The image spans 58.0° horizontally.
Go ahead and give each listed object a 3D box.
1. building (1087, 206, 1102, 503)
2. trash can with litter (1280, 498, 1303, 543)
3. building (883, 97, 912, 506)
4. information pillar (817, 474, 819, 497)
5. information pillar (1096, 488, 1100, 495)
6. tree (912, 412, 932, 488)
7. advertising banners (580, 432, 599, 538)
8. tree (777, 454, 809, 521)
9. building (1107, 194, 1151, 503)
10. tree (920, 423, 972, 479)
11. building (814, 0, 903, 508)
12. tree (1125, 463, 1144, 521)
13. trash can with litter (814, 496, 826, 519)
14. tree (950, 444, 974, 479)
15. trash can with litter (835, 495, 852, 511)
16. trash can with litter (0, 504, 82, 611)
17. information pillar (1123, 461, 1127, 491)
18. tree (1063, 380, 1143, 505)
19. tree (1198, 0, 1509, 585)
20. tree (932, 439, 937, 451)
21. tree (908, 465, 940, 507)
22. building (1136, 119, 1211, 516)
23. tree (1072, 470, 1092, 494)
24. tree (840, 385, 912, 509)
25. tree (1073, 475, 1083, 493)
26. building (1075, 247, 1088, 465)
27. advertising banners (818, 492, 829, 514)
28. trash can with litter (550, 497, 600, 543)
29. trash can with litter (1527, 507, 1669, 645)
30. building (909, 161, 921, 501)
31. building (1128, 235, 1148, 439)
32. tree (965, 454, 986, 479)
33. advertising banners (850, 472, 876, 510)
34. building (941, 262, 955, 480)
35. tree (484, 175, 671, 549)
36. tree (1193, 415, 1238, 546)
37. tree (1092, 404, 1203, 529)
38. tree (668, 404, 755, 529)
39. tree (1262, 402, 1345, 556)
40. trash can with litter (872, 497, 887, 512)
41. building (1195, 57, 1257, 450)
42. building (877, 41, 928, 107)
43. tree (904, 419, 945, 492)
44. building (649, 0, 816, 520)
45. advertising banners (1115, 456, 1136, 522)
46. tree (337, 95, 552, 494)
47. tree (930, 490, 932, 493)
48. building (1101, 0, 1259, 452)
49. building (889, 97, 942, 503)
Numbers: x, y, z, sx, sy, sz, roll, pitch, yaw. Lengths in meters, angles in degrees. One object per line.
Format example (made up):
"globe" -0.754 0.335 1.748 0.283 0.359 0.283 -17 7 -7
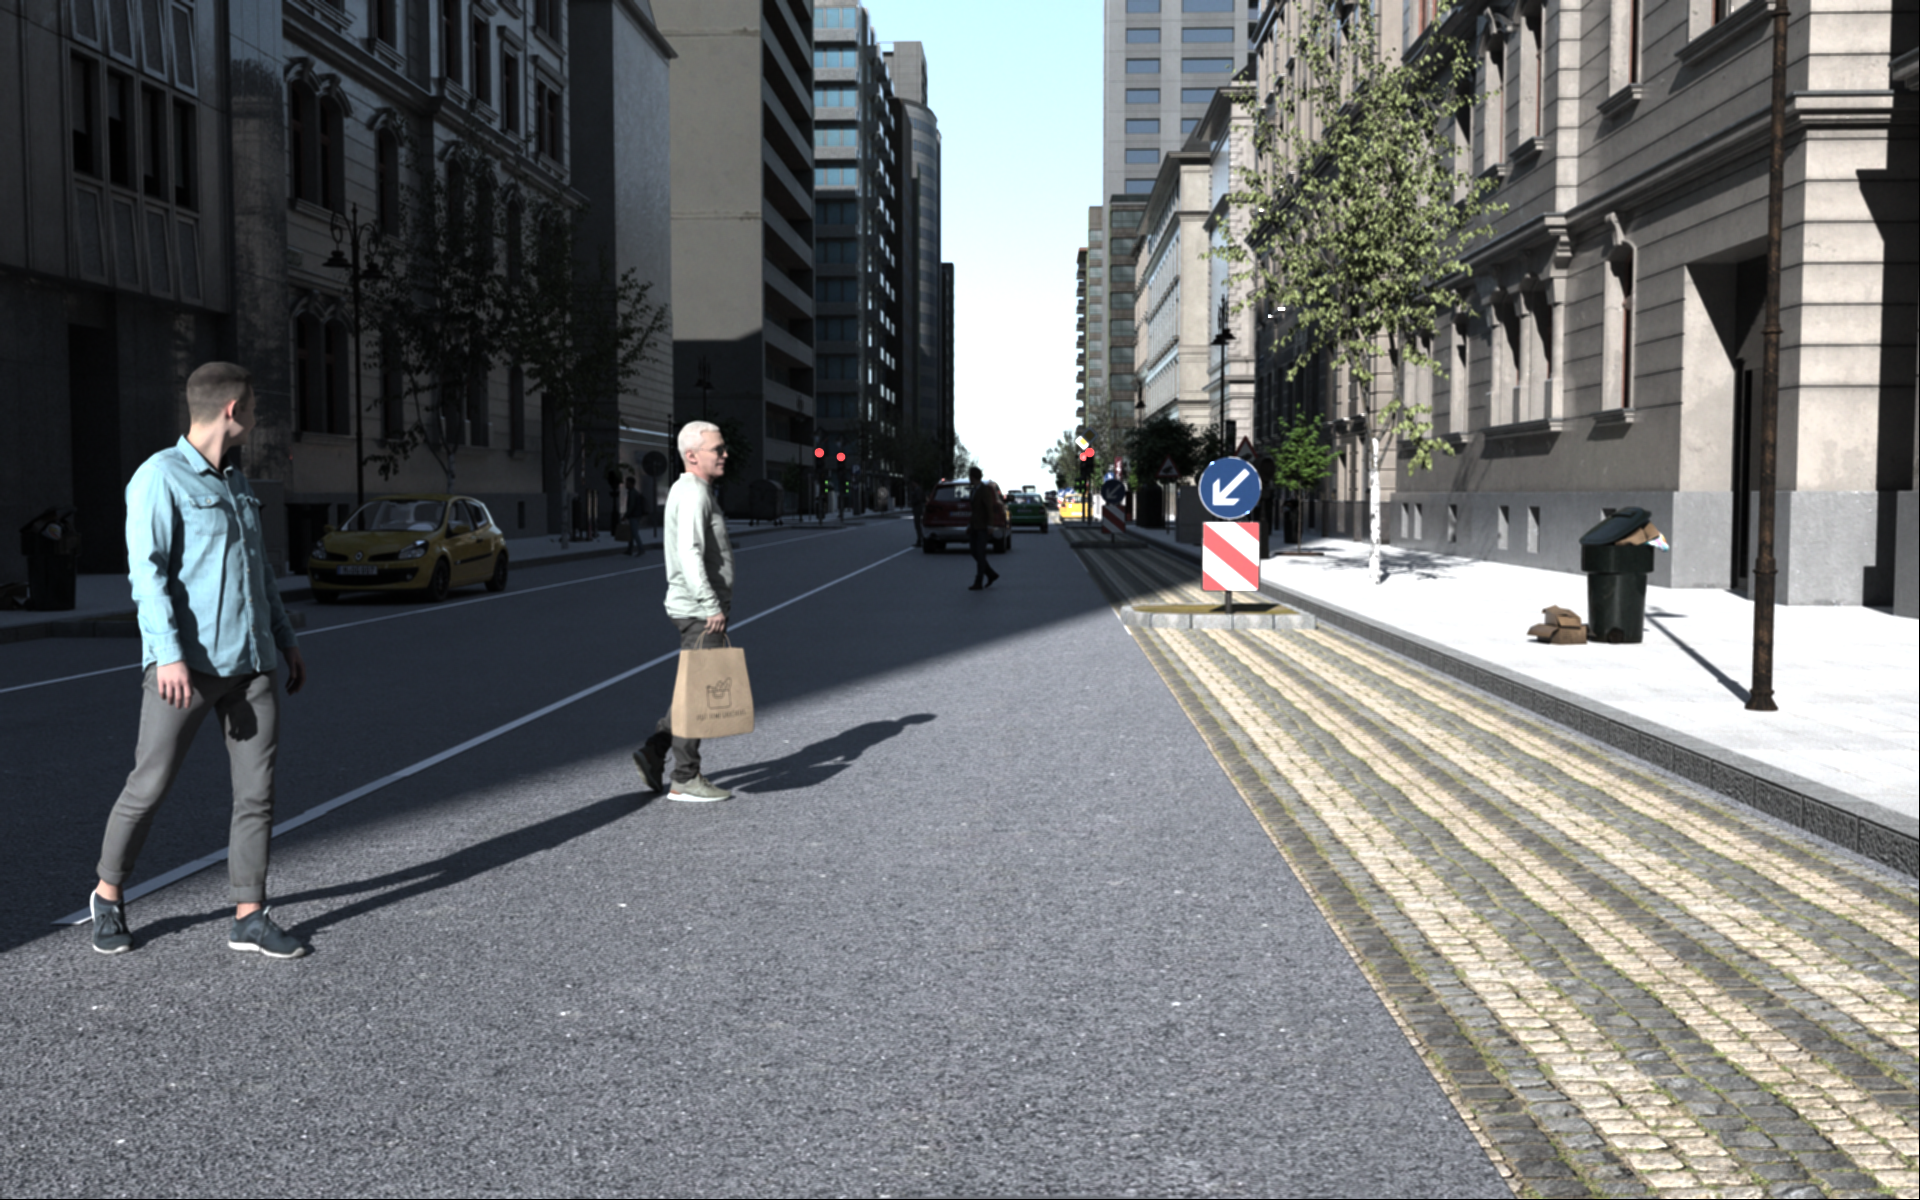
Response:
"building" 25.106 -34.460 247.011 14.154 41.232 14.086 0 4 2
"trash can with litter" 8.611 -2.066 45.173 0.624 1.170 1.055 0 4 5
"building" -12.709 -33.183 192.656 14.600 45.320 14.200 0 4 2
"information pillar" -12.502 -9.821 151.925 0.183 3.616 0.504 2 4 34
"information pillar" 11.630 -8.642 145.795 0.304 2.012 0.304 1 4 13
"tree" -5.319 -11.233 134.018 4.360 8.622 3.978 0 3 0
"advertising banners" -10.604 -3.262 49.518 0.090 3.025 2.074 0 4 1
"tree" -7.876 -5.406 82.989 1.663 3.219 1.824 0 3 0
"building" 21.381 -24.293 168.893 14.160 30.474 14.107 0 4 2
"tree" -2.376 -17.915 227.315 8.767 10.594 7.601 1 4 9
"building" -18.193 -33.692 170.468 23.786 49.044 30.456 0 4 2
"tree" 8.359 -5.364 82.300 1.663 3.219 1.824 0 3 0
"trash can with litter" -7.193 -4.731 88.734 0.624 1.170 1.055 0 4 -6
"tree" 0.068 -18.675 255.692 4.360 8.622 3.978 0 3 0
"trash can with litter" -8.922 -7.179 128.432 2.233 1.210 1.678 -1 4 -15
"trash can with litter" -10.257 -0.470 19.072 1.055 1.170 0.624 0 4 6
"information pillar" 11.606 -8.023 122.526 0.504 3.616 0.183 -3 4 -38
"tree" 9.358 -9.802 110.624 4.360 8.622 3.978 0 3 0
"tree" 5.702 -4.514 24.170 4.737 8.622 4.395 0 3 0
"tree" -4.439 -12.132 148.727 4.360 8.622 3.978 0 3 0
"tree" -3.697 -11.785 176.401 4.285 4.588 4.351 0 3 0
"building" 20.465 -17.143 113.571 16.112 22.955 30.059 0 4 2
"tree" 10.778 -8.916 129.485 4.285 4.588 4.351 0 3 0
"tree" -6.357 -10.246 117.884 4.360 8.622 3.978 0 3 0
"tree" 10.817 -9.583 151.282 1.663 3.219 1.824 0 3 0
"building" 31.017 -39.359 298.147 22.147 44.769 28.867 0 4 2
"advertising banners" -9.455 -7.046 111.391 2.074 3.025 0.090 -1 4 -17
"trash can with litter" -10.542 -2.175 46.613 1.678 1.210 2.233 1 4 8
"trash can with litter" 5.477 -0.214 14.885 1.055 1.170 0.624 -1 4 -18
"building" -12.182 -32.012 206.983 14.154 41.232 14.086 0 4 2
"building" 20.595 -21.033 141.154 12.463 27.353 25.104 0 4 2
"tree" 2.431 -22.000 310.066 4.737 8.622 4.395 0 3 0
"advertising banners" -7.837 -8.778 139.704 2.074 3.025 0.090 0 4 7
"building" -8.266 -37.557 297.643 14.154 41.232 14.086 0 4 2
"tree" -9.112 -5.491 40.148 4.737 8.622 4.395 0 3 0
"tree" 6.228 -2.948 42.793 1.663 3.219 1.824 0 3 0
"tree" 7.411 -4.875 63.426 4.285 4.588 4.351 0 3 0
"tree" -9.109 -4.851 63.024 4.285 4.588 4.351 0 3 0
"tree" 7.128 -2.561 36.476 1.663 3.219 1.824 0 3 0
"trash can with litter" -5.628 -6.764 121.986 1.055 1.170 0.624 -2 4 -24
"building" 22.098 -15.706 85.675 19.941 23.489 11.050 0 4 2
"building" -13.462 -51.438 279.258 20.563 71.187 20.611 0 4 2
"tree" -3.629 -13.388 169.257 4.737 8.622 4.395 0 3 0
"building" -20.025 -28.895 96.134 21.300 48.544 21.600 0 4 2
"advertising banners" 7.832 -5.123 79.941 0.090 3.025 2.074 -3 4 -37
"tree" -9.634 -5.023 32.485 4.360 8.622 3.978 0 3 0
"tree" -2.831 -12.231 194.573 1.663 3.219 1.824 0 3 0
"building" 26.099 -39.618 189.746 21.231 58.520 28.212 0 4 2
"building" -13.964 -43.626 255.279 21.231 58.520 28.212 0 4 2
